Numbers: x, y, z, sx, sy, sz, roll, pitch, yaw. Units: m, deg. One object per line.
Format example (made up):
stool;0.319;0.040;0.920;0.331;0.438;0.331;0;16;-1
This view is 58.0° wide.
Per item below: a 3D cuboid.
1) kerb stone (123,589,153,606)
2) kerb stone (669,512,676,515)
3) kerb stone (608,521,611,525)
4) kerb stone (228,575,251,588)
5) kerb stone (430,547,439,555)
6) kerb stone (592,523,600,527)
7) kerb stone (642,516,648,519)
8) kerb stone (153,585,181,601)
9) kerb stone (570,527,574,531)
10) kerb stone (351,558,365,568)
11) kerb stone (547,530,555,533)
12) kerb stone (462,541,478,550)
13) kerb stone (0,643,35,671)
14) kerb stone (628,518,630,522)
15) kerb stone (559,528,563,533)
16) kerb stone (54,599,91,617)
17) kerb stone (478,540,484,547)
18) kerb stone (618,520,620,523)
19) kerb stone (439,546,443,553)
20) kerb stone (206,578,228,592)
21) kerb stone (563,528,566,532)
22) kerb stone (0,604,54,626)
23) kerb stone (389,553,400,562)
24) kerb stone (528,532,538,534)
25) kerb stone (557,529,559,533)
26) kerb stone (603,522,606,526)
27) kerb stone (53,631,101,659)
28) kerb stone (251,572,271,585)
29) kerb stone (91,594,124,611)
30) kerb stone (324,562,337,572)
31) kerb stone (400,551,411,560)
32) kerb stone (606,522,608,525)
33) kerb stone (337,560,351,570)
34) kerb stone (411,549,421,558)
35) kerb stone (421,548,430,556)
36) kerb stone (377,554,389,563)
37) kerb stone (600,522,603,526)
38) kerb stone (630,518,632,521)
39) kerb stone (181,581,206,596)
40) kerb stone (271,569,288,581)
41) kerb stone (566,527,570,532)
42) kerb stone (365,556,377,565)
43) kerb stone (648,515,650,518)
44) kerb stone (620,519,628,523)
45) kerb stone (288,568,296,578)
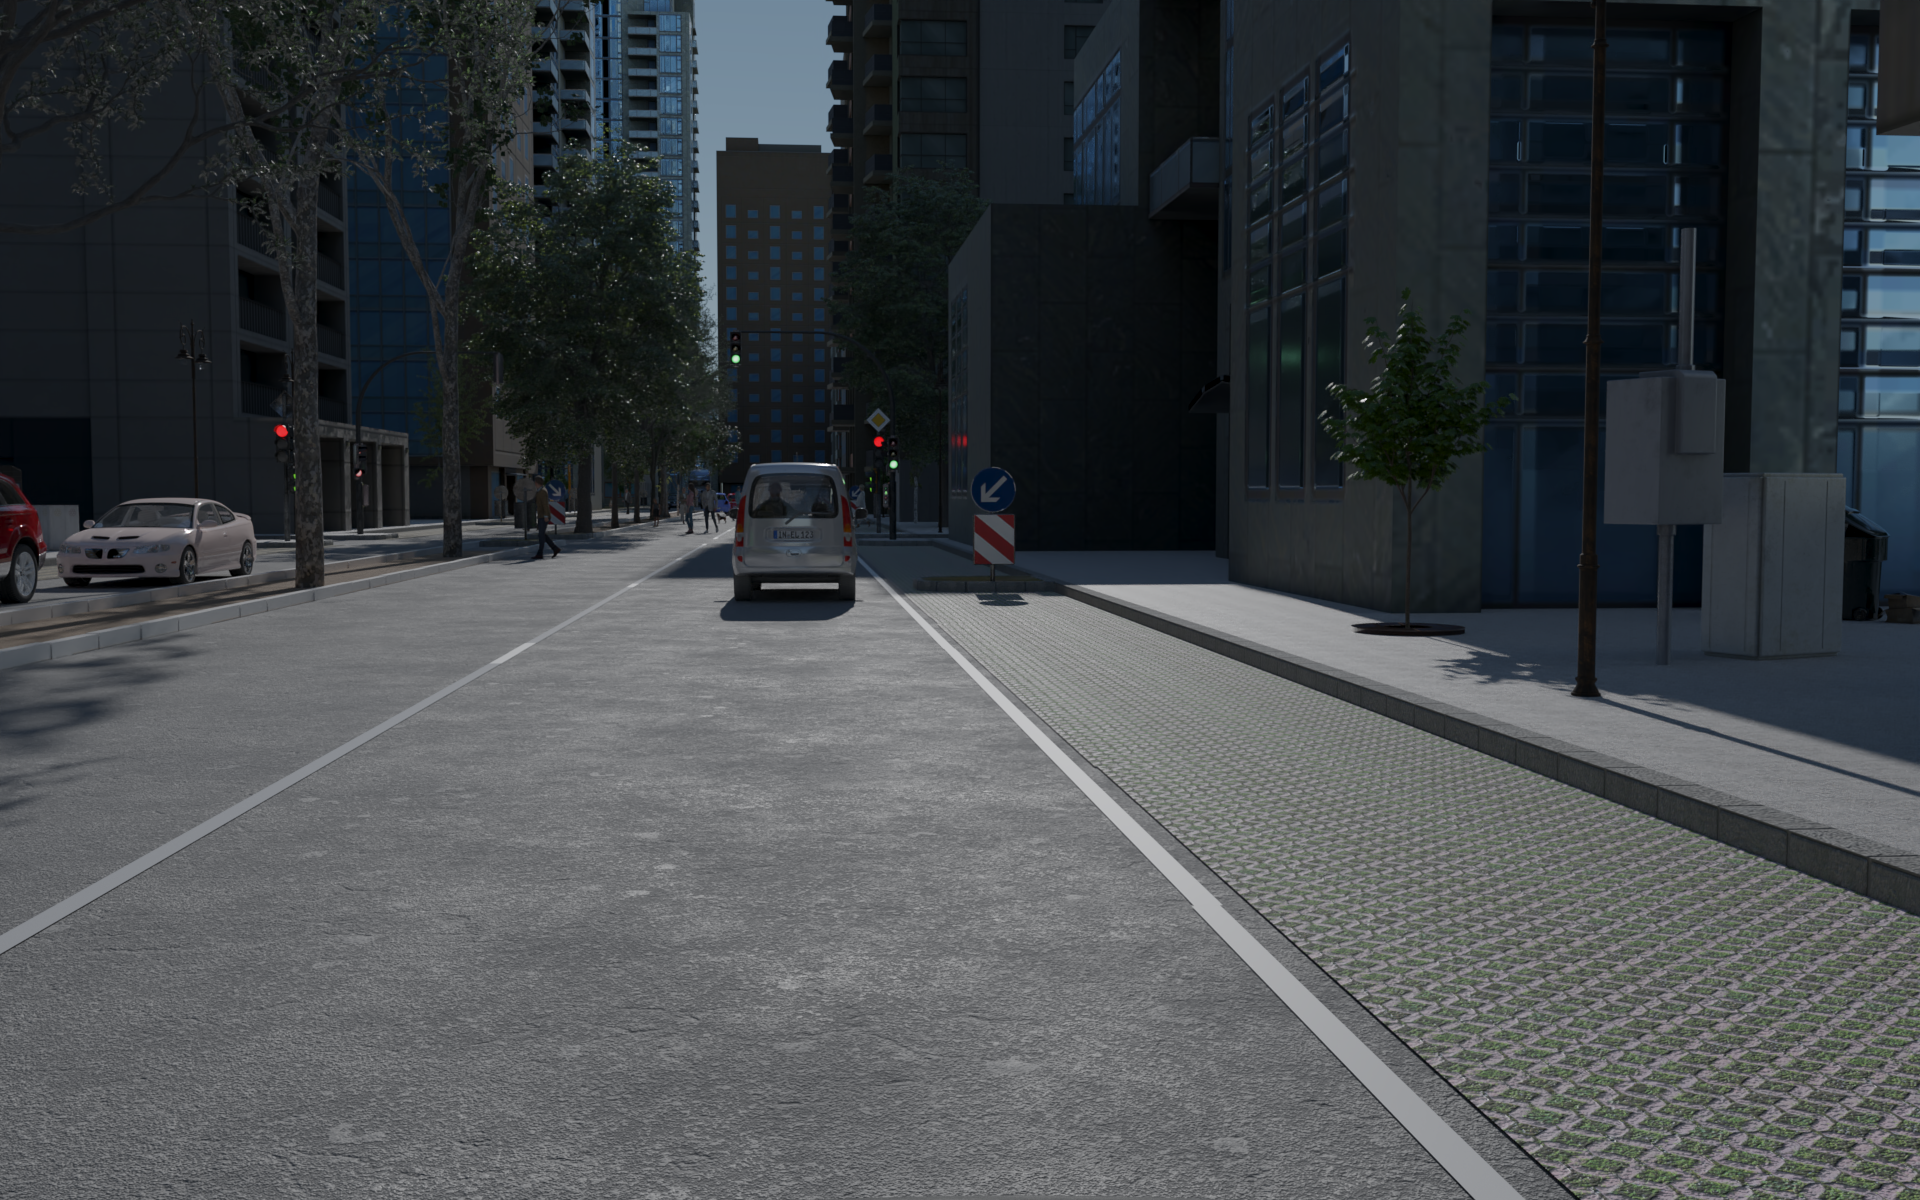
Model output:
kerb stone;-10.748;-0.017;22.467;0.120;0.150;1.000;0;4;-5
kerb stone;-20.412;-6.165;122.992;0.120;0.150;1.000;0;4;-5
kerb stone;-16.188;-3.477;79.117;0.120;0.150;1.000;0;4;-5
kerb stone;-11.137;-0.265;26.554;0.120;0.150;1.000;0;4;-5
kerb stone;-12.511;-1.141;40.856;0.120;0.150;1.000;0;4;-5
kerb stone;-15.810;-3.232;75.042;0.120;0.150;1.000;0;4;-5
kerb stone;-18.149;-4.730;99.524;0.120;0.150;1.000;0;4;-5
kerb stone;-10.845;-0.079;23.486;0.120;0.150;1.000;0;4;-5
kerb stone;-14.916;-2.666;65.848;0.120;0.150;1.000;0;4;-5
kerb stone;-11.819;-0.703;33.696;0.120;0.150;1.000;0;4;-5
kerb stone;-14.427;-2.356;60.751;0.120;0.150;1.000;0;4;-5
kerb stone;-13.010;-1.454;45.962;0.120;0.150;1.000;0;4;-5
kerb stone;-7.876;0.472;14.471;0.120;0.150;1.000;0;4;-5
kerb stone;-17.069;-4.036;88.283;0.120;0.150;1.000;0;4;-5
kerb stone;-14.617;-2.482;62.789;0.120;0.150;1.000;0;4;-5
kerb stone;-10.550;0.108;20.424;0.120;0.150;1.000;0;4;-5
kerb stone;-13.102;-1.512;46.980;0.120;0.150;1.000;0;4;-5
kerb stone;-16.584;-3.726;83.195;0.120;0.150;1.000;0;4;-5
kerb stone;-12.612;-1.204;41.875;0.120;0.150;1.000;0;4;-5
kerb stone;-11.043;-0.203;25.522;0.120;0.150;1.000;0;4;-5
kerb stone;-14.719;-2.543;63.809;0.120;0.150;1.000;0;4;-5
kerb stone;-10.454;0.171;19.398;0.120;0.150;1.000;0;4;-5
kerb stone;-12.118;-0.889;36.770;0.120;0.150;1.000;0;4;-5
kerb stone;-14.033;-2.108;56.664;0.120;0.150;1.000;0;4;-5
kerb stone;-14.523;-2.421;61.771;0.120;0.150;1.000;0;4;-5
kerb stone;-15.998;-3.356;77.081;0.120;0.150;1.000;0;4;-5
kerb stone;-7.969;0.418;15.489;0.120;0.150;1.000;0;4;-5
kerb stone;-11.231;-0.329;27.572;0.120;0.150;1.000;0;4;-5
kerb stone;-10.645;0.050;21.449;0.120;0.150;1.000;0;4;-5
kerb stone;-11.630;-0.578;31.647;0.120;0.150;1.000;0;4;-5
kerb stone;-12.218;-0.954;37.790;0.120;0.150;1.000;0;4;-5
kerb stone;-16.093;-3.417;78.099;0.120;0.150;1.000;0;4;-5
kerb stone;-11.729;-0.640;32.664;0.120;0.150;1.000;0;4;-5
kerb stone;-12.316;-1.015;38.817;0.120;0.150;1.000;0;4;-5
kerb stone;-12.422;-1.079;39.838;0.120;0.150;1.000;0;4;-5
kerb stone;-12.022;-0.828;35.736;0.120;0.150;1.000;0;4;-5
kerb stone;-15.895;-3.295;76.061;0.120;0.150;1.000;0;4;-5
kerb stone;-17.170;-4.104;89.300;0.120;0.150;1.000;0;4;-5
kerb stone;-10.938;-0.141;24.505;0.120;0.150;1.000;0;4;-5
kerb stone;-11.339;-0.391;28.591;0.120;0.150;1.000;0;4;-5
kerb stone;-14.819;-2.608;64.830;0.120;0.150;1.000;0;4;-5
kerb stone;-11.923;-0.766;34.712;0.120;0.150;1.000;0;4;-5
kerb stone;-18.257;-4.792;100.545;0.120;0.150;1.000;0;4;-5
kerb stone;-16.979;-3.980;87.265;0.120;0.150;1.000;0;4;-5
kerb stone;-11.433;-0.454;29.611;0.120;0.150;1.000;0;4;-5
